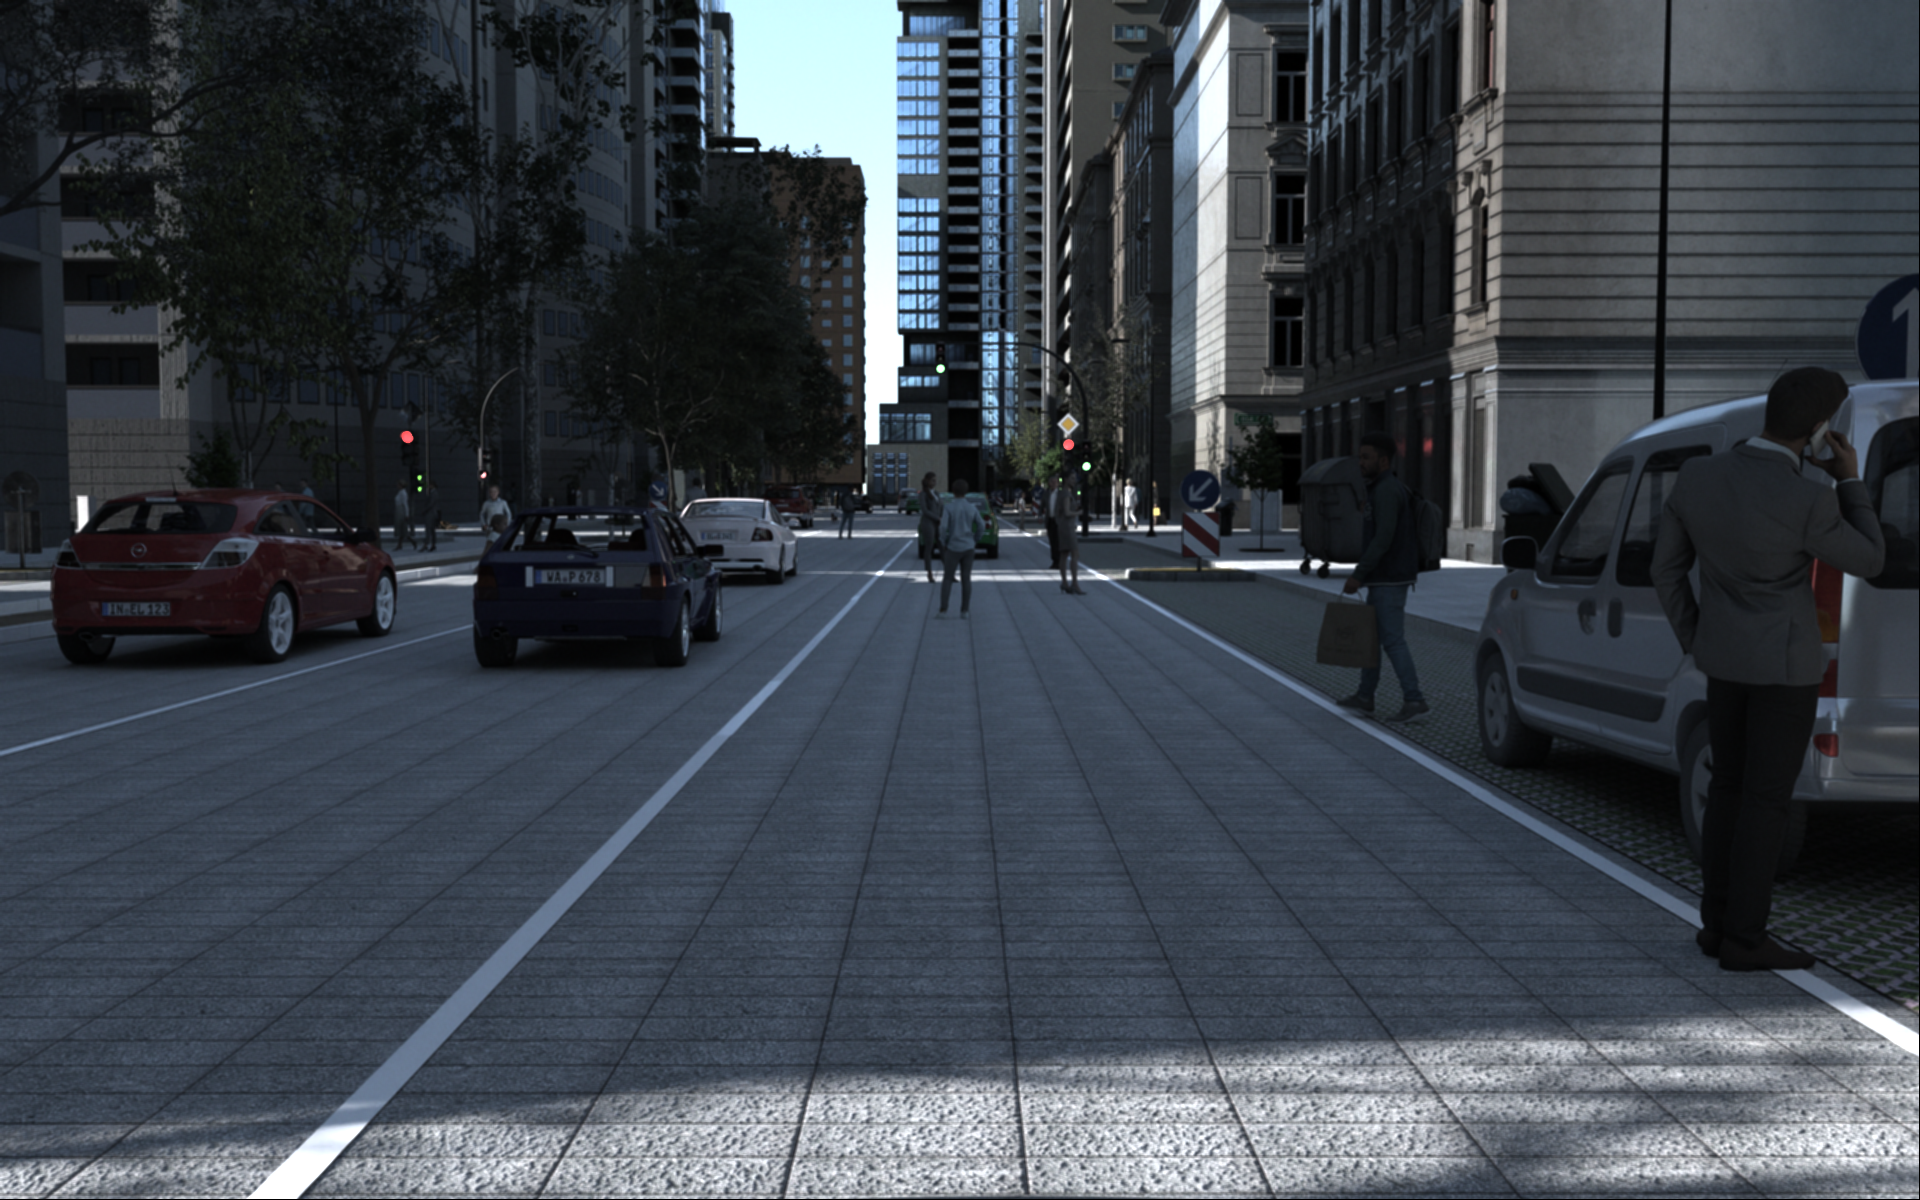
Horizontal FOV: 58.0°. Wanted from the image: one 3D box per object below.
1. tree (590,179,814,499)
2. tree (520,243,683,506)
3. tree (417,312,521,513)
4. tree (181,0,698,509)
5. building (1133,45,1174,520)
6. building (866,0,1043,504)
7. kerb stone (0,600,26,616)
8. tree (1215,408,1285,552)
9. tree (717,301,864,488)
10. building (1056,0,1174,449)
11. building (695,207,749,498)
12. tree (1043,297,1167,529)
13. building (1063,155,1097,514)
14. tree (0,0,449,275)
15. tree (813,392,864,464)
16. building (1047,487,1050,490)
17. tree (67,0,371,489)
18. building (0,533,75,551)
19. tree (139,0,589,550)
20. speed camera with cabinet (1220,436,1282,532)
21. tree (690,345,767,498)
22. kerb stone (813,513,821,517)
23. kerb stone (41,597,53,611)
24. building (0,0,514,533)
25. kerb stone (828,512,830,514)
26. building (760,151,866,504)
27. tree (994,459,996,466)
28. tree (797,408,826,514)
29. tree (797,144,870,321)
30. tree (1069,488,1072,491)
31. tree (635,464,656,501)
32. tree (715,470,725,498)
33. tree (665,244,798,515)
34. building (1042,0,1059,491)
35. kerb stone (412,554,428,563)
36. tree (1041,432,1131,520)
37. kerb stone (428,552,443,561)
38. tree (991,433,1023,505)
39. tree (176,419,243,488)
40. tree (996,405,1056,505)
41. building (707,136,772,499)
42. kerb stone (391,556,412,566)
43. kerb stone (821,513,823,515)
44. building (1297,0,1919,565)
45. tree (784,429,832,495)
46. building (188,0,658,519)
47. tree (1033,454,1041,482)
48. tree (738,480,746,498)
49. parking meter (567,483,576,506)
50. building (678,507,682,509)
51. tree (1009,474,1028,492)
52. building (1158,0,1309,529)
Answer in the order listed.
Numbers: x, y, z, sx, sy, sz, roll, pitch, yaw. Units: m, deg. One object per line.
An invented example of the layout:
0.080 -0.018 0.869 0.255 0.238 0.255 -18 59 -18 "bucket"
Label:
-10.356 -9.909 71.129 9.857 13.997 8.962 0 3 0 "tree"
-10.183 -5.974 50.494 4.360 8.622 3.978 0 3 0 "tree"
-18.657 -7.150 67.268 4.360 8.622 3.978 0 3 0 "tree"
-11.375 -11.197 41.421 12.611 20.169 13.585 0 3 0 "tree"
15.021 -18.332 96.983 12.463 27.353 25.104 0 3 0 "building"
3.438 -56.205 231.627 31.000 86.520 22.319 0 3 0 "building"
-11.272 0.102 20.565 0.120 0.150 1.000 0 3 0 "kerb stone"
6.829 -2.707 38.865 1.663 3.219 1.824 0 3 0 "tree"
-10.407 -10.960 98.654 9.611 12.733 9.660 0 3 0 "tree"
19.459 -32.052 147.758 21.300 48.544 21.600 0 3 0 "building"
-29.057 -24.559 173.245 14.160 30.474 14.107 0 3 0 "building"
5.513 -6.971 64.334 4.360 8.622 3.978 0 3 0 "tree"
14.232 -19.895 122.551 12.463 27.353 25.104 0 3 0 "building"
-10.126 -6.255 15.090 12.009 13.543 11.850 0 3 0 "tree"
-10.138 -10.478 108.191 8.767 10.594 7.601 0 3 0 "tree"
19.253 -44.641 168.132 20.563 71.187 20.611 0 3 0 "building"
-10.118 -4.376 24.370 4.737 8.622 4.395 0 3 0 "tree"
-35.728 -30.219 36.074 28.212 58.520 21.231 0 3 0 "building"
-10.287 -5.731 30.568 8.767 10.594 7.601 0 3 0 "tree"
10.007 -3.984 59.472 2.038 3.252 0.660 1 4 22 "speed camera with cabinet"
-10.604 -7.707 78.830 4.737 8.622 4.395 0 3 0 "tree"
-9.347 -5.576 113.378 0.120 0.150 1.000 0 3 0 "kerb stone"
-11.278 0.037 21.588 0.120 0.150 1.000 0 3 0 "kerb stone"
-32.370 -32.597 74.961 21.231 58.520 28.212 0 3 0 "building"
-9.355 -6.018 120.591 0.120 0.150 1.000 0 3 0 "kerb stone"
-19.852 -35.427 229.348 14.200 45.320 14.600 0 3 0 "building"
5.935 -16.049 212.759 4.737 8.622 4.395 0 3 0 "tree"
-10.228 -10.234 120.144 4.360 8.622 3.978 0 3 0 "tree"
-11.223 -13.999 87.234 12.611 20.169 13.585 0 3 0 "tree"
6.578 -7.129 111.166 1.663 3.219 1.824 0 3 0 "tree"
-19.909 -7.075 110.280 1.663 3.219 1.824 0 3 0 "tree"
-19.197 -8.750 137.665 1.663 3.219 1.824 0 3 0 "tree"
-10.247 -7.665 62.194 8.767 10.594 7.601 0 3 0 "tree"
19.695 -39.830 193.222 21.231 58.520 28.212 0 3 0 "building"
-11.303 -0.837 35.920 0.120 0.150 1.000 0 3 0 "kerb stone"
6.747 -6.225 85.500 4.285 4.588 4.351 0 3 0 "tree"
-11.303 -0.902 36.946 0.120 0.150 1.000 0 3 0 "kerb stone"
5.695 -15.602 205.448 4.360 8.622 3.978 0 3 0 "tree"
-19.185 -3.082 44.988 1.663 3.219 1.824 0 3 0 "tree"
5.853 -11.708 141.786 4.737 8.622 4.395 0 3 0 "tree"
-29.133 -31.607 200.366 14.086 41.232 14.154 0 3 0 "building"
-11.304 -0.773 34.898 0.120 0.150 1.000 0 3 0 "kerb stone"
-9.344 -5.636 114.411 0.120 0.150 1.000 0 3 0 "kerb stone"
14.298 -11.649 39.619 9.793 20.994 18.267 0 3 0 "building"
-10.123 -9.917 114.961 4.737 8.622 4.395 0 3 0 "tree"
-32.540 -34.808 111.105 21.231 58.520 28.212 0 3 0 "building"
6.097 -7.429 105.179 4.285 4.588 4.351 0 3 0 "tree"
-18.655 -12.076 147.803 4.360 8.622 3.978 0 3 0 "tree"
-18.905 -4.806 84.289 0.255 1.863 0.399 3 5 42 "parking meter"
-32.788 -51.136 148.752 22.319 86.520 31.000 0 3 0 "building"
5.785 -10.563 167.308 1.663 3.219 1.824 0 3 0 "tree"
30.984 -17.947 69.847 44.131 29.872 17.030 0 3 0 "building"
